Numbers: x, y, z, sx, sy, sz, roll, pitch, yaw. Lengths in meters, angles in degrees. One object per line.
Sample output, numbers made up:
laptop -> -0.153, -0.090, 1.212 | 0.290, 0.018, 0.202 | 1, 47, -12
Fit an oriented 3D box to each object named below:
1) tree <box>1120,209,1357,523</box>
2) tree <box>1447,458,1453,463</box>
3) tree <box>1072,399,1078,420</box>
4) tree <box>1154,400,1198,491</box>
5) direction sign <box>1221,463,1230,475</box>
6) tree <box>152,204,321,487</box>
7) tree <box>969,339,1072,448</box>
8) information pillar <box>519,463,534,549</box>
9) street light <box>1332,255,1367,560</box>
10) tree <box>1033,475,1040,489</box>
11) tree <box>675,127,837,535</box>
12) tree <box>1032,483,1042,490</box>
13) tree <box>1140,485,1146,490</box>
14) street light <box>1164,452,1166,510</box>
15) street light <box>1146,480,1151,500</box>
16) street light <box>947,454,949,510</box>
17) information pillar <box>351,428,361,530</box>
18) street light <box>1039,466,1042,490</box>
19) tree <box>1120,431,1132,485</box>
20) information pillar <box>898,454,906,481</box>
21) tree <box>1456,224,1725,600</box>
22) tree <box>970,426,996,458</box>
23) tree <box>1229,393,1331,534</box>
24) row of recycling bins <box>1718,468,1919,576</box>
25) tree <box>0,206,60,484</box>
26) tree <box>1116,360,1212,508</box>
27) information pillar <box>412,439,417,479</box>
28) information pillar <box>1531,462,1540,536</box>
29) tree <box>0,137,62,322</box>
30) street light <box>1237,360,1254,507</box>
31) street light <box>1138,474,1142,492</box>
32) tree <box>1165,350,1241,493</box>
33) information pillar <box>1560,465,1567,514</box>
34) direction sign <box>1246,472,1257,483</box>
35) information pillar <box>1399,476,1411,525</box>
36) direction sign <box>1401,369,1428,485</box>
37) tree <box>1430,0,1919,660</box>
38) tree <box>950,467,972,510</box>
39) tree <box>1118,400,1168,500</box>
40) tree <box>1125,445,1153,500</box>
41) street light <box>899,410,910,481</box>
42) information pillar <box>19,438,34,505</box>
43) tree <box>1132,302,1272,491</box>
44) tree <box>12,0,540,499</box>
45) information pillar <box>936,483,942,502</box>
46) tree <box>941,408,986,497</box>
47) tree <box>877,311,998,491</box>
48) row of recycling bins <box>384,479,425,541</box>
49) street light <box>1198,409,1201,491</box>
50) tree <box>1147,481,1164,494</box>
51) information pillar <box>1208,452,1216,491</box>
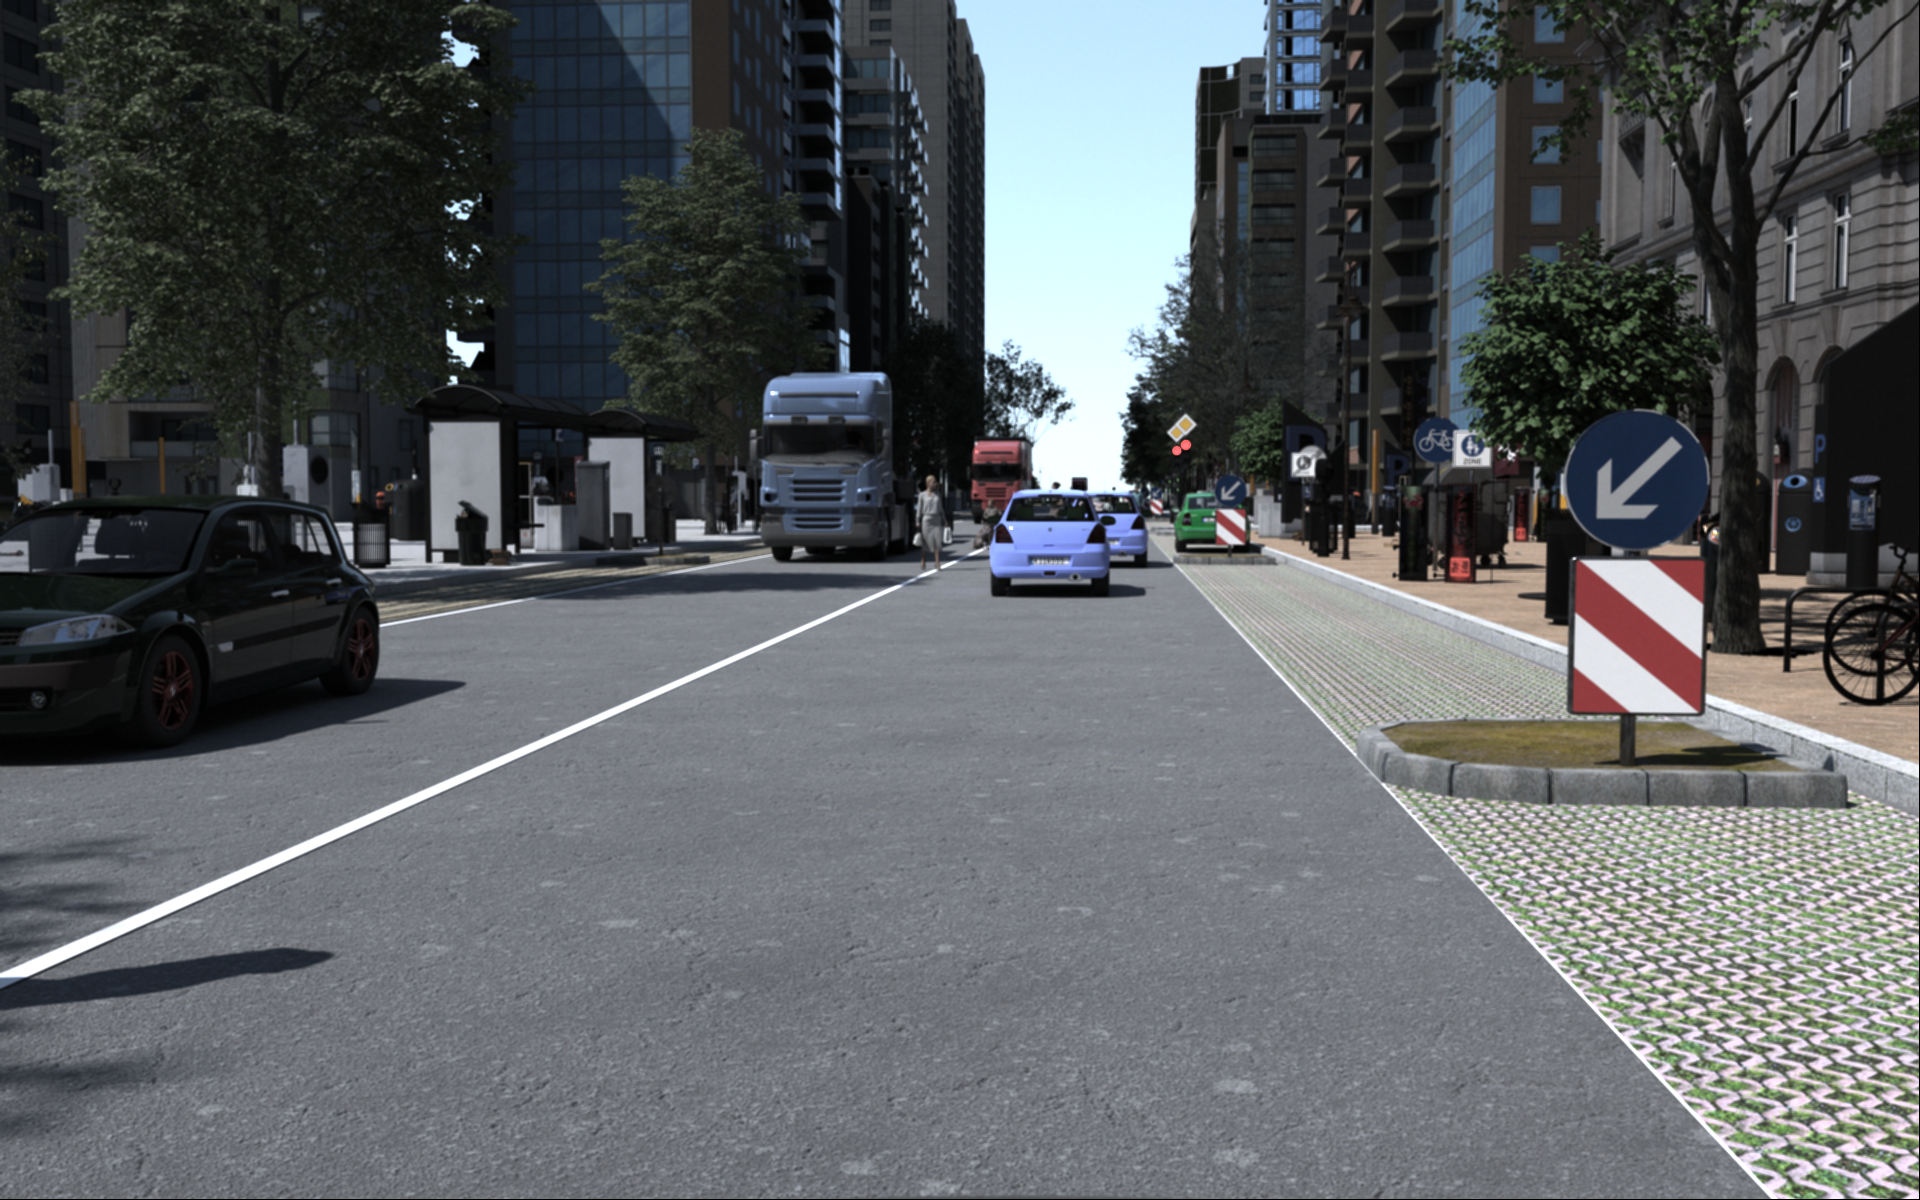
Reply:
tree -> 11.991, -10.109, 75.646 | 12.009, 13.543, 11.850 | 0, 3, 0
tree -> 21.009, -4.842, 73.773 | 1.663, 3.219, 1.824 | 0, 3, 0
tree -> 10.316, -23.400, 238.471 | 12.611, 20.169, 13.585 | 0, 3, 0
tree -> 16.784, -11.116, 132.115 | 4.737, 8.622, 4.395 | 0, 3, 0
direction sign -> 19.068, -8.099, 124.417 | 0.379, 3.537, 0.876 | -3, 5, -40
tree -> -17.587, -5.631, 42.430 | 4.360, 8.622, 3.978 | 0, 3, 0
tree -> 6.622, -21.596, 208.975 | 12.611, 20.169, 13.585 | 0, 3, 0
information pillar -> -10.192, -2.213, 40.680 | 0.304, 2.012, 0.304 | 0, 4, -1
street light -> 7.556, -3.728, 33.734 | 0.468, 5.910, 1.993 | 0, 4, 5
tree -> 10.376, -16.916, 260.289 | 4.285, 4.588, 4.351 | 0, 3, 0
tree -> -7.704, -8.292, 53.697 | 7.486, 12.596, 7.792 | 0, 3, 0
tree -> 13.357, -18.398, 295.415 | 1.663, 3.219, 1.824 | 0, 3, 0
tree -> 29.021, -16.953, 271.774 | 1.663, 3.219, 1.824 | 0, 3, 0
street light -> 16.883, -10.380, 142.492 | 0.468, 5.910, 1.993 | 0, 4, 5
street light -> 23.561, -15.044, 218.758 | 0.468, 5.910, 1.993 | 0, 4, 5
street light -> -0.841, -9.086, 121.347 | 0.468, 5.910, 1.993 | 0, 4, 5
information pillar -> -21.333, -4.270, 61.174 | 0.504, 3.616, 0.183 | 3, 5, 44
street light -> 13.117, -18.962, 282.818 | 0.468, 5.910, 1.993 | 0, 4, 5
tree -> 27.266, -20.875, 259.424 | 7.486, 12.596, 7.792 | 0, 3, 0
information pillar -> -3.378, -6.709, 101.039 | 0.504, 3.616, 0.183 | 0, 4, -7
tree -> 7.592, -2.289, 21.135 | 4.285, 4.588, 4.351 | 0, 3, 0
tree -> 2.850, -13.933, 178.173 | 4.360, 8.622, 3.978 | 0, 3, 0
tree -> 10.416, -4.441, 56.325 | 4.285, 4.588, 4.351 | 0, 3, 0
row of recycling bins -> 13.552, -1.216, 26.993 | 1.069, 1.692, 3.534 | -3, 4, -38
tree -> -23.615, -5.573, 41.483 | 4.360, 8.622, 3.978 | 0, 3, 0
tree -> 19.029, -15.311, 156.989 | 9.857, 13.997, 8.962 | 0, 3, 0
information pillar -> -23.184, -5.036, 73.689 | 0.183, 3.616, 0.504 | -2, 4, -32
information pillar -> 17.580, -3.756, 52.771 | 0.183, 3.616, 0.504 | 0, 4, 7
tree -> -18.561, -4.939, 31.116 | 4.737, 8.622, 4.395 | 0, 3, 0
street light -> 9.821, -5.312, 59.647 | 0.468, 5.910, 1.993 | 0, 4, 5
street light -> 28.422, -18.542, 275.942 | 0.468, 5.910, 1.993 | 0, 4, 5
tree -> 12.227, -8.252, 85.282 | 4.360, 8.622, 3.978 | 0, 3, 0
information pillar -> 24.469, -4.796, 69.774 | 0.504, 3.616, 0.183 | 2, 4, 30
direction sign -> 21.216, -8.208, 126.204 | 0.876, 3.537, 0.379 | 2, 4, 25
information pillar -> 18.231, -4.066, 70.977 | 0.304, 2.012, 0.304 | -2, 4, -30
direction sign -> 8.304, -2.430, 31.729 | 0.379, 3.537, 0.876 | 3, 5, 44
tree -> 6.135, -5.382, 13.746 | 9.928, 11.665, 9.643 | 0, 3, 0
tree -> 0.278, -9.569, 140.174 | 4.285, 4.588, 4.351 | 0, 3, 0
tree -> 23.859, -17.835, 208.607 | 9.611, 12.733, 9.660 | 0, 3, 0
tree -> 31.040, -21.795, 290.759 | 7.601, 10.594, 8.767 | 3, 5, 41
street light -> -3.062, -7.517, 95.688 | 0.468, 5.910, 1.993 | 0, 4, 5
information pillar -> -38.738, -4.927, 71.908 | 0.504, 3.616, 0.183 | -1, 4, -11
tree -> 14.753, -11.268, 102.359 | 7.486, 12.596, 7.792 | 0, 3, 0
tree -> -9.548, -6.499, 24.387 | 7.486, 12.596, 7.792 | 0, 3, 0
information pillar -> -1.414, -6.859, 116.644 | 0.304, 2.012, 0.304 | 3, 5, 44
tree -> -0.157, -10.970, 129.720 | 4.737, 8.622, 4.395 | 0, 3, 0
tree -> -2.139, -11.734, 108.860 | 9.611, 12.733, 9.660 | 0, 3, 0
row of recycling bins -> -15.503, -2.546, 48.735 | 1.069, 1.692, 3.534 | -2, 4, -25
street light -> 12.529, -7.216, 90.771 | 0.468, 5.910, 1.993 | 0, 4, 5
tree -> 22.039, -11.983, 190.521 | 1.663, 3.219, 1.824 | 0, 3, 0
information pillar -> 13.799, -6.343, 95.061 | 0.504, 3.616, 0.183 | -1, 4, -22
